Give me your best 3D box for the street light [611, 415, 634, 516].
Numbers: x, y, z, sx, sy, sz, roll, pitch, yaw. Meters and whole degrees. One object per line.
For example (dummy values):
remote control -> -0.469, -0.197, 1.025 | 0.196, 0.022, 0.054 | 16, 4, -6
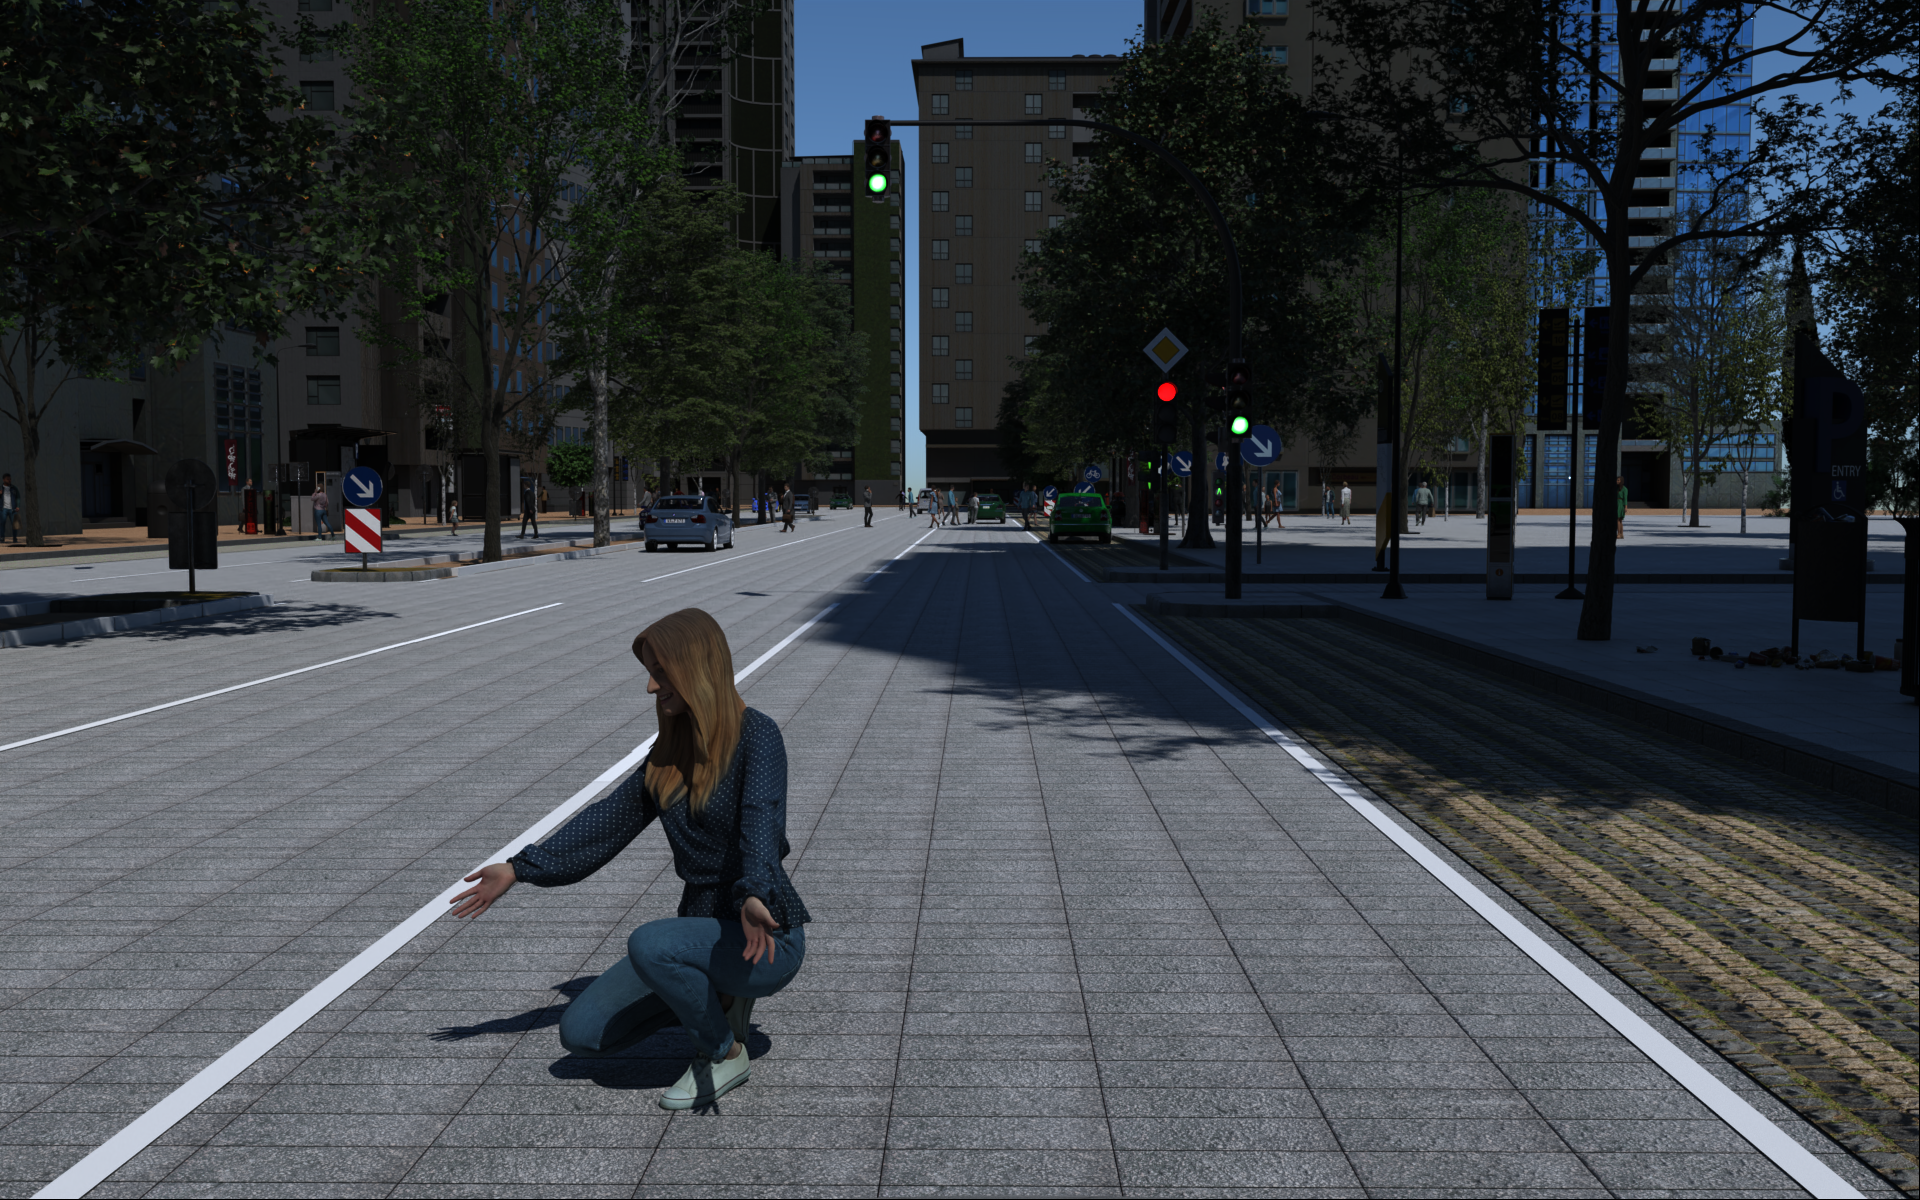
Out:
street light -> -19.817, -7.910, 101.876 | 1.470, 5.913, 1.316 | 0, 4, 1

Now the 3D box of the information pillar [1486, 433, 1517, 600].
information pillar -> 6.563, -1.009, 20.995 | 0.304, 2.012, 0.304 | 1, 4, 21

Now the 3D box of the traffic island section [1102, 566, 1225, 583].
traffic island section -> 3.470, -0.429, 29.291 | 2.009, 0.180, 2.903 | 0, 4, 1

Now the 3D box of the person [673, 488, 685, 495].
person -> -23.410, -8.457, 144.273 | 1.348, 1.831, 0.705 | -1, 4, -19

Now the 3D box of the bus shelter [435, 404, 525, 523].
bus shelter -> -22.347, -6.275, 80.220 | 2.179, 5.291, 8.768 | 0, 4, 1

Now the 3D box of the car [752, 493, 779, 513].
car -> -15.027, -7.596, 133.784 | 1.945, 1.707, 3.694 | 0, 4, 2

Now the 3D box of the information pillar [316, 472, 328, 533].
information pillar -> -21.051, -3.219, 57.124 | 0.304, 2.012, 0.304 | -1, 4, -12

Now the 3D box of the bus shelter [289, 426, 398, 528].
bus shelter -> -22.178, -4.359, 62.552 | 1.731, 3.624, 6.357 | 0, 4, 1

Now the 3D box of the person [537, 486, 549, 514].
person -> -27.513, -6.625, 114.448 | 0.705, 1.812, 1.348 | 1, 4, 21

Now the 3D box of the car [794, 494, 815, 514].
car -> -11.649, -7.035, 127.018 | 2.014, 1.417, 4.499 | 0, 4, 2

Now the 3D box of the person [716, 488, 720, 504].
person -> -20.924, -8.755, 149.326 | 0.705, 1.807, 1.348 | -2, 4, -33

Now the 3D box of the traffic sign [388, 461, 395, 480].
traffic sign -> -21.940, -4.037, 66.105 | 0.768, 2.556, 0.104 | 1, 4, 10

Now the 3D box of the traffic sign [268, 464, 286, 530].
traffic sign -> -23.150, -3.461, 58.721 | 0.606, 2.300, 0.079 | 0, 4, 4

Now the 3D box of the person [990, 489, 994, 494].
person -> 2.247, -7.087, 124.504 | 0.705, 1.807, 1.348 | 3, 5, 42

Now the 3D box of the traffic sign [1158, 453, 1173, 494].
traffic sign -> 5.970, -3.132, 51.319 | 0.768, 2.556, 0.104 | 0, 4, 5

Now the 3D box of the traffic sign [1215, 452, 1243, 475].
traffic sign -> 7.417, -2.915, 47.758 | 0.768, 2.556, 0.104 | 0, 4, 4

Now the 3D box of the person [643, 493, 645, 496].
person -> -26.936, -8.608, 148.261 | 0.415, 1.643, 0.593 | -1, 4, -14

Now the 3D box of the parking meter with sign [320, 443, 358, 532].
parking meter with sign -> -21.376, -3.828, 58.845 | 1.738, 3.016, 0.543 | -1, 4, -11

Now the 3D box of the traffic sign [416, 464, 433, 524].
traffic sign -> -22.821, -4.508, 73.805 | 0.768, 2.556, 0.104 | 0, 4, 7

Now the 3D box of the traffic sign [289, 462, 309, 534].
traffic sign -> -20.960, -3.230, 54.943 | 0.606, 2.300, 0.079 | 0, 4, 3

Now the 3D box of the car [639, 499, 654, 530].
car -> -11.844, -3.523, 70.176 | 1.945, 1.354, 3.894 | 0, 4, 2

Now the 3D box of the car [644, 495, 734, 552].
car -> -6.887, -1.968, 44.186 | 2.014, 1.417, 4.499 | 0, 4, 1

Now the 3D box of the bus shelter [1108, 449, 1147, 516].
bus shelter -> 7.827, -6.226, 79.425 | 2.179, 5.291, 8.768 | 0, 4, 1

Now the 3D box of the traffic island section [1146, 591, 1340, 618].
traffic island section -> 3.372, 0.060, 21.307 | 2.009, 0.180, 2.903 | 0, 4, 1

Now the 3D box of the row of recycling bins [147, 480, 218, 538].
row of recycling bins -> -23.210, -2.737, 51.861 | 1.069, 1.692, 3.534 | 0, 4, 0

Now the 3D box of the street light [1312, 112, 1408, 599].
street light -> 4.804, -2.974, 21.162 | 1.470, 5.913, 1.316 | 0, 4, 1

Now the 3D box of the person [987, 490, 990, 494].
person -> 2.716, -9.248, 159.723 | 1.348, 1.821, 0.705 | 2, 4, 25

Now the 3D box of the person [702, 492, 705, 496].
person -> -21.180, -8.250, 141.876 | 0.436, 1.711, 0.756 | 1, 4, 20

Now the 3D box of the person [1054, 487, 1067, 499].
person -> 7.912, -7.769, 133.076 | 1.348, 1.822, 0.705 | -1, 4, -16

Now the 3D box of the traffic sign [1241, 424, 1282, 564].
traffic sign -> 5.496, -1.936, 31.763 | 0.768, 2.556, 0.104 | 0, 4, 8

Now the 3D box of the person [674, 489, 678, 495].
person -> -24.441, -8.718, 149.104 | 1.217, 1.766, 0.721 | -3, 5, -42

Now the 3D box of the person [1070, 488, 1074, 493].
person -> 6.854, -6.018, 105.909 | 0.415, 1.643, 0.593 | 0, 4, 1

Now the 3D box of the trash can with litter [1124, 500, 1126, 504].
trash can with litter -> 7.231, -3.746, 72.637 | 0.624, 1.170, 1.055 | 2, 4, 35

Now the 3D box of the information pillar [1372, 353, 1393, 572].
information pillar -> 6.996, -2.276, 28.573 | 0.183, 3.616, 0.504 | 0, 4, -7

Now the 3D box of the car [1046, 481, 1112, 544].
car -> 3.525, -2.592, 51.178 | 1.959, 1.807, 4.718 | 0, 4, 3

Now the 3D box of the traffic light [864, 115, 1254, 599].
traffic light -> 1.239, -2.839, 21.077 | 4.771, 5.953, 1.251 | 0, 4, 1

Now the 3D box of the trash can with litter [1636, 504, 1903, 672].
trash can with litter -> 6.333, -0.135, 13.267 | 1.678, 1.210, 2.233 | -2, 4, -34

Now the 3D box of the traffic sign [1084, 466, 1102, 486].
traffic sign -> 5.900, -4.692, 76.820 | 0.768, 2.556, 0.104 | 0, 4, 7

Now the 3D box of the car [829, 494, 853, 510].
car -> -11.042, -9.140, 161.244 | 2.131, 1.459, 4.920 | 0, 4, 2

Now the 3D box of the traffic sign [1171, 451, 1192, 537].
traffic sign -> 6.599, -3.120, 51.123 | 0.768, 2.556, 0.104 | 0, 4, 4

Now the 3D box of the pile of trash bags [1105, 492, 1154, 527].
pile of trash bags -> 6.808, -3.629, 69.084 | 1.912, 1.369, 3.447 | -1, 4, -16

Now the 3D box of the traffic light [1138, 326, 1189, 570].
traffic light -> 3.430, -2.462, 29.178 | 0.839, 4.253, 0.868 | 0, 4, 1

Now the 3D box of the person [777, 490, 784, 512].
person -> -14.326, -7.931, 138.886 | 1.217, 1.735, 0.721 | 0, 4, -2

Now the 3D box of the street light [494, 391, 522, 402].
street light -> -20.351, -6.442, 77.868 | 1.470, 5.913, 1.316 | 0, 4, 1

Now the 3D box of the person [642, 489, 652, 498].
person -> -27.872, -9.041, 154.569 | 0.721, 1.736, 1.217 | 3, 5, 39

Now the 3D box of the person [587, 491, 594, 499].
person -> -25.914, -7.178, 123.342 | 1.348, 1.831, 0.705 | 0, 4, -8

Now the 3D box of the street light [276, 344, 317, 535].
street light -> -20.547, -4.958, 53.609 | 1.470, 5.913, 1.316 | 0, 4, 1

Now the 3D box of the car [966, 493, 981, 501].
car -> 1.606, -8.671, 150.816 | 2.155, 1.783, 4.494 | 0, 4, 1

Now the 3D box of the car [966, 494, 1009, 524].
car -> 1.324, -4.463, 84.764 | 2.131, 1.459, 4.920 | 0, 4, 2
